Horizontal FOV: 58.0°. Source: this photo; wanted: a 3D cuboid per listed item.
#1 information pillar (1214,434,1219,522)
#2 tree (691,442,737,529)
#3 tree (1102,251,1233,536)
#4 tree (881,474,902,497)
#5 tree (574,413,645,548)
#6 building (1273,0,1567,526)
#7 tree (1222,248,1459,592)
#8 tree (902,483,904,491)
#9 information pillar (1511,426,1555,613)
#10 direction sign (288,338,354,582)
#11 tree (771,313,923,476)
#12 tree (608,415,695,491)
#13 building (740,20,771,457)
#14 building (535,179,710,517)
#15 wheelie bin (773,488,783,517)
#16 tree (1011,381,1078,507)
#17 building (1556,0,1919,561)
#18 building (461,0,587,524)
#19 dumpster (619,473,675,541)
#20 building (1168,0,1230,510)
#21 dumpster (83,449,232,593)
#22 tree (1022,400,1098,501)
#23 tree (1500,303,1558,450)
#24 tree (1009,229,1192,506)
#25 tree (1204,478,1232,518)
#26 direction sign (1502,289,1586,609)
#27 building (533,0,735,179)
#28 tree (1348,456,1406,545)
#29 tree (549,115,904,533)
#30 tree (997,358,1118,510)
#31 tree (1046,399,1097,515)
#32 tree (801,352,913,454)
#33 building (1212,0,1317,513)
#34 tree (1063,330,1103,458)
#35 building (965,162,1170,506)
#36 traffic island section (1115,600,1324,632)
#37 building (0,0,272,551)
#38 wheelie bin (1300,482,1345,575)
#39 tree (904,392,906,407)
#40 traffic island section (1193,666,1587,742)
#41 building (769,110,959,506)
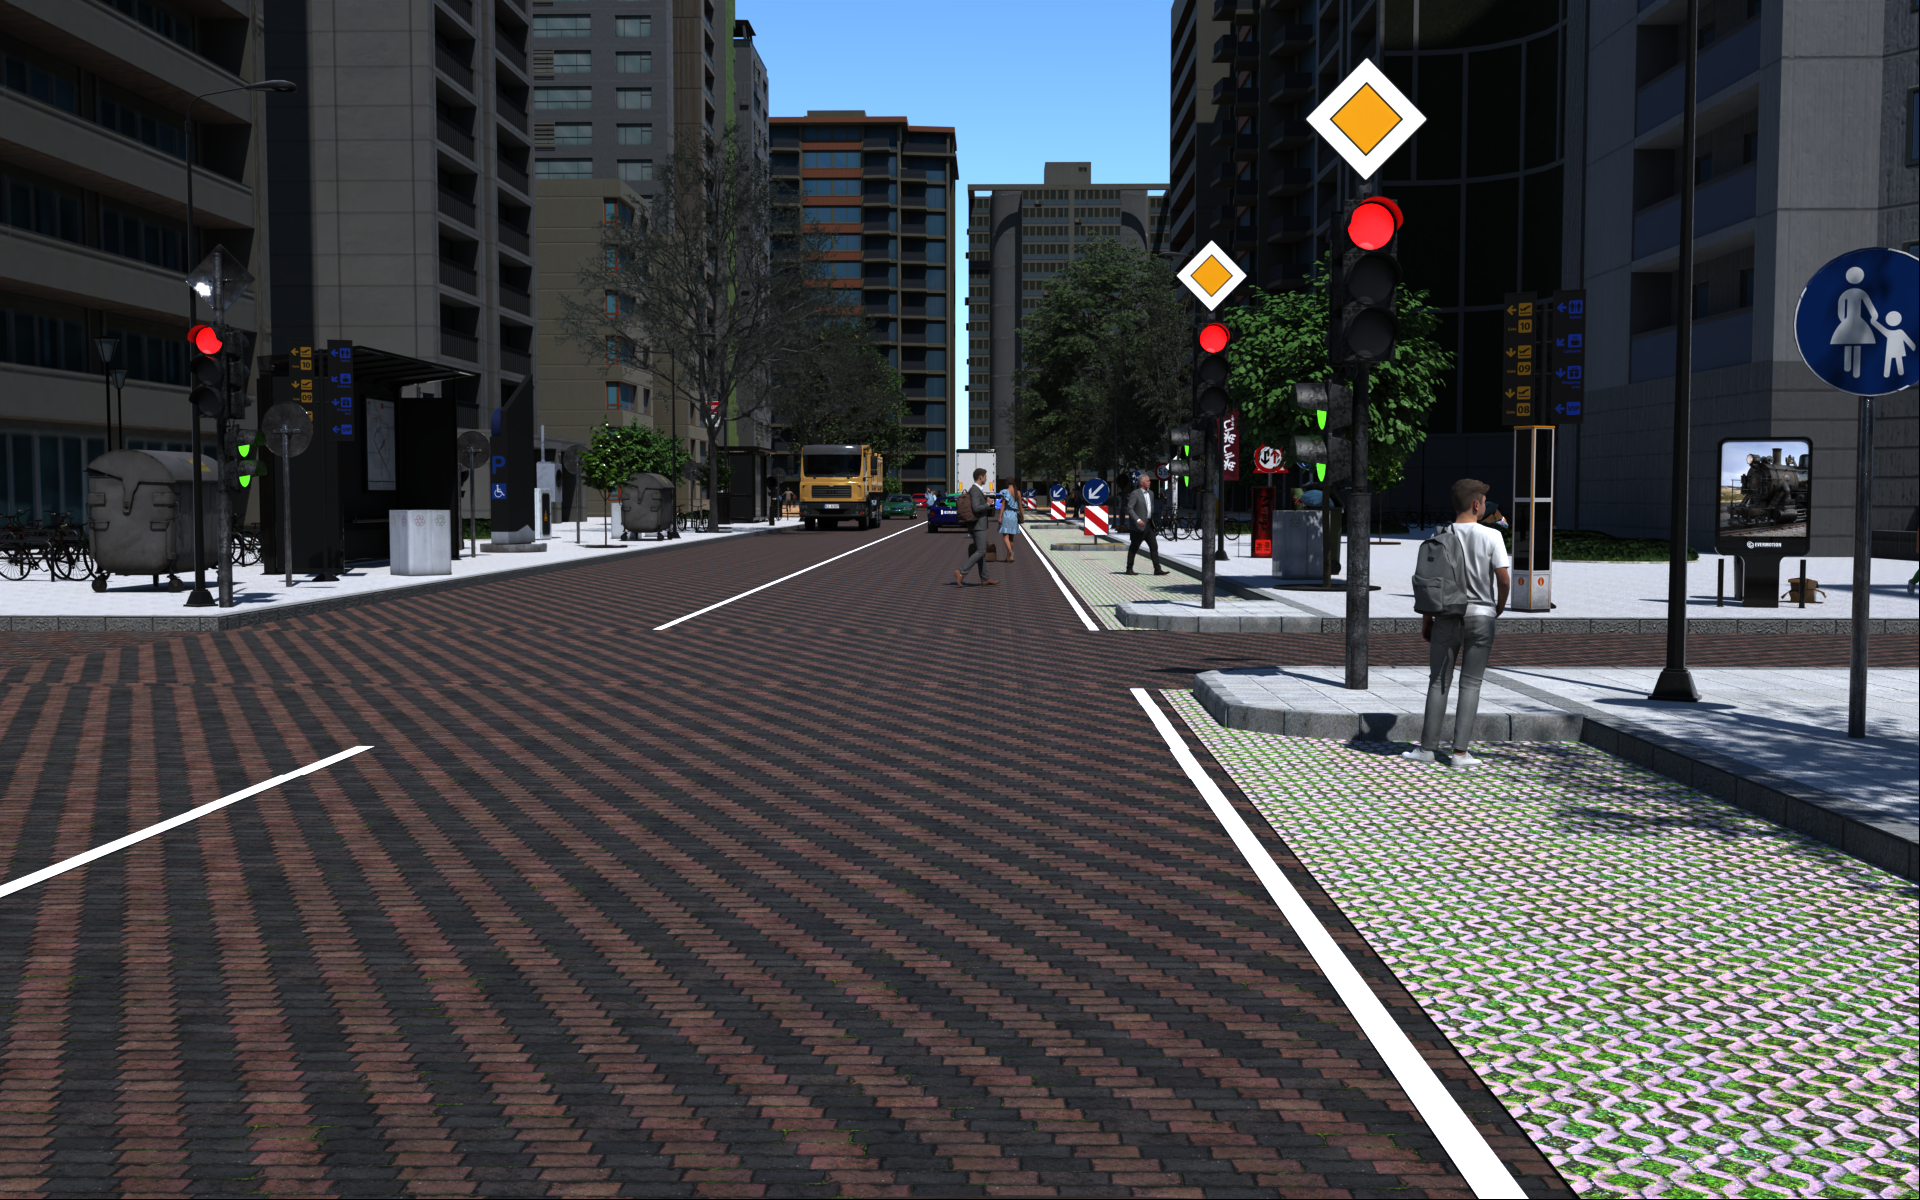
[{"bbox_3d":[9.456,-4.428,63.750,0.183,3.616,0.504,3,5,43],"label":"information pillar"},{"bbox_3d":[-9.145,-4.261,64.273,1.663,3.219,1.824,0,3,0],"label":"tree"},{"bbox_3d":[6.549,-6.236,52.314,4.360,8.622,3.978,0,3,0],"label":"tree"},{"bbox_3d":[-6.717,-9.985,157.854,1.663,3.219,1.824,0,3,0],"label":"tree"},{"bbox_3d":[-8.382,-2.871,41.545,1.663,3.219,1.824,0,3,0],"label":"tree"},{"bbox_3d":[25.915,-39.073,77.090,20.563,71.187,20.611,0,4,1],"label":"building"},{"bbox_3d":[5.044,-2.425,23.357,4.285,4.588,4.351,0,3,0],"label":"tree"},{"bbox_3d":[-6.171,-10.453,165.509,1.663,3.219,1.824,0,3,0],"label":"tree"},{"bbox_3d":[6.211,-0.875,18.791,0.304,2.012,0.304,-2,4,-26],"label":"information pillar"},{"bbox_3d":[-9.345,-2.044,25.419,0.876,3.537,0.379,-1,4,-21],"label":"direction sign"},{"bbox_3d":[-7.379,-11.795,109.858,9.611,12.733,9.660,0,3,0],"label":"tree"},{"bbox_3d":[-13.517,-5.377,71.622,4.285,4.588,4.351,0,3,0],"label":"tree"},{"bbox_3d":[-24.170,-28.693,152.719,14.086,41.232,14.154,0,4,1],"label":"building"},{"bbox_3d":[-32.125,-16.200,109.913,27.650,21.520,28.899,0,4,1],"label":"building"},{"bbox_3d":[-10.125,-5.324,94.957,0.980,1.594,0.693,2,4,24],"label":"wheelie bin"},{"bbox_3d":[8.470,-15.389,169.739,7.486,12.596,7.792,0,3,0],"label":"tree"},{"bbox_3d":[30.509,-30.313,37.623,28.212,58.520,21.231,0,4,1],"label":"building"},{"bbox_3d":[-27.615,-38.882,73.979,20.563,71.187,20.611,0,4,1],"label":"building"},{"bbox_3d":[-8.643,-2.570,47.782,1.264,1.857,1.865,0,4,1],"label":"dumpster"},{"bbox_3d":[29.510,-32.017,147.172,21.300,48.544,21.600,0,4,1],"label":"building"},{"bbox_3d":[-10.694,-1.065,23.171,1.264,1.857,1.865,0,4,1],"label":"dumpster"},{"bbox_3d":[9.117,-13.706,158.508,7.601,10.594,8.767,3,4,37],"label":"tree"},{"bbox_3d":[22.819,-7.030,65.298,4.360,8.622,3.978,0,3,0],"label":"tree"},{"bbox_3d":[7.071,-10.909,85.009,9.857,13.997,8.962,0,3,0],"label":"tree"},{"bbox_3d":[14.036,-6.031,93.204,1.663,3.219,1.824,0,3,0],"label":"tree"},{"bbox_3d":[6.523,-1.677,19.418,0.876,3.537,0.379,2,4,30],"label":"direction sign"},{"bbox_3d":[-24.833,-27.341,130.617,14.154,41.232,14.086,0,4,1],"label":"building"},{"bbox_3d":[10.606,-3.033,44.185,1.663,3.219,1.824,0,3,0],"label":"tree"},{"bbox_3d":[-8.121,-8.957,56.816,12.009,13.543,11.850,0,3,0],"label":"tree"},{"bbox_3d":[7.934,-14.035,139.845,12.009,13.543,11.850,0,3,0],"label":"tree"},{"bbox_3d":[7.087,-9.544,106.401,4.737,8.622,4.395,0,3,0],"label":"tree"},{"bbox_3d":[-7.068,-11.986,121.720,9.928,11.665,9.643,0,3,0],"label":"tree"},{"bbox_3d":[29.319,-28.539,121.239,22.147,44.769,28.867,0,4,1],"label":"building"},{"bbox_3d":[6.897,-7.689,76.082,4.360,8.622,3.978,0,3,0],"label":"tree"},{"bbox_3d":[12.657,-31.402,205.305,23.993,40.220,32.217,0,4,1],"label":"building"},{"bbox_3d":[2.802,0.176,19.403,2.009,0.180,2.903,0,4,1],"label":"traffic island section"},{"bbox_3d":[-31.330,-25.467,40.091,21.300,48.544,21.600,0,4,1],"label":"building"},{"bbox_3d":[5.781,-1.211,27.701,0.693,1.594,0.980,1,4,8],"label":"wheelie bin"},{"bbox_3d":[-7.856,-11.153,92.715,12.009,13.543,11.850,0,3,0],"label":"tree"},{"bbox_3d":[2.636,0.664,11.419,2.009,0.180,2.903,0,4,1],"label":"traffic island section"},{"bbox_3d":[-14.698,-33.397,200.659,28.867,44.769,22.147,0,4,1],"label":"building"}]
